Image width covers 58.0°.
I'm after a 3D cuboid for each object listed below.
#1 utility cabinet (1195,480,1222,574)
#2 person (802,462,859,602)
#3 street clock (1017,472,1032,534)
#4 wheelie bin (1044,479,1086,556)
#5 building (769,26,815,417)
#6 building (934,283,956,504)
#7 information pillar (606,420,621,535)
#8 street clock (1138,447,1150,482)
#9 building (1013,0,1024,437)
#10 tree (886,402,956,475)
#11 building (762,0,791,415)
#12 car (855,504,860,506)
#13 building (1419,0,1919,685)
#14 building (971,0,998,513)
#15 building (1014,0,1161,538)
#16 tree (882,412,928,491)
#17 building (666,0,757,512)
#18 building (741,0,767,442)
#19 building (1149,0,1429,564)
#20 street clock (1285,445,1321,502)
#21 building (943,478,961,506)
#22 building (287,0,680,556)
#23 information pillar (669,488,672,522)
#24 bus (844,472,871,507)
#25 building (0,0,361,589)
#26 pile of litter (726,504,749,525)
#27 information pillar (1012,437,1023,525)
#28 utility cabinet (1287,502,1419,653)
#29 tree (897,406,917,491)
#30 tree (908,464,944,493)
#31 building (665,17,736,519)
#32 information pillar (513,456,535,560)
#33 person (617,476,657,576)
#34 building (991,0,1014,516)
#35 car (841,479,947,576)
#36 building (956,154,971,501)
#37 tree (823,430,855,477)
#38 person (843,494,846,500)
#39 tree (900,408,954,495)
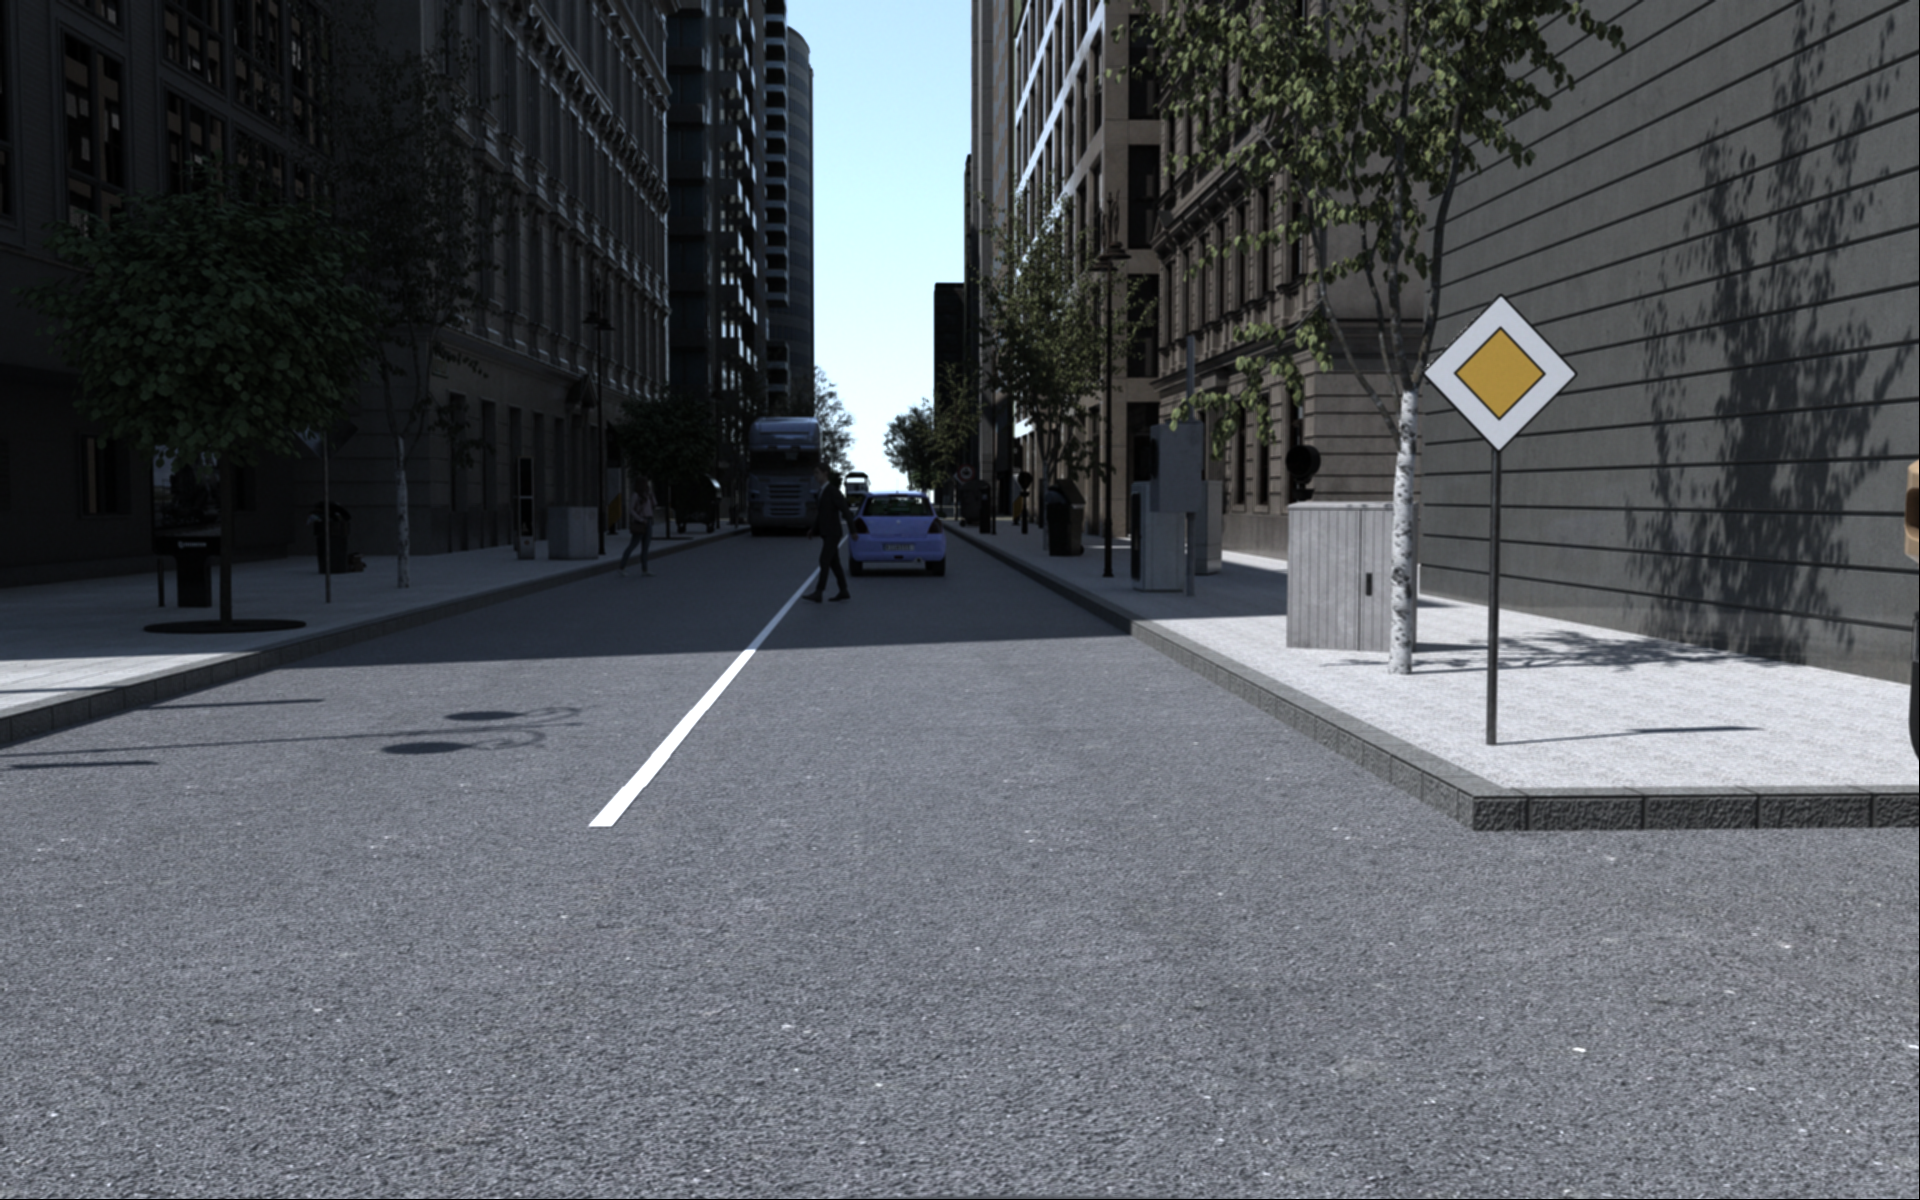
[{"bbox_3d":[3.937,-1.170,27.812,0.318,1.500,1.173,1,4,20],"label":"utility cabinet"},{"bbox_3d":[-1.792,-0.900,22.999,0.755,1.850,0.659,-2,4,-26],"label":"person"},{"bbox_3d":[2.089,-3.137,55.862,0.471,2.002,0.358,0,4,5],"label":"street clock"},{"bbox_3d":[2.153,-1.714,35.940,0.693,1.594,0.980,2,4,33],"label":"wheelie bin"},{"bbox_3d":[-29.158,-41.138,214.607,21.231,58.520,28.212,0,4,-3],"label":"building"},{"bbox_3d":[3.372,-28.441,236.713,14.160,30.474,14.107,0,4,-3],"label":"building"},{"bbox_3d":[-10.919,-3.870,54.629,0.504,3.616,0.183,2,4,28],"label":"information pillar"},{"bbox_3d":[2.930,-1.358,26.771,0.358,2.002,0.471,-1,4,-15],"label":"street clock"},{"bbox_3d":[9.766,-25.076,93.586,14.154,41.232,14.086,0,4,-3],"label":"building"},{"bbox_3d":[-4.033,-14.786,176.165,7.601,10.594,8.767,-1,4,-20],"label":"tree"},{"bbox_3d":[-28.118,-53.262,183.512,22.319,86.520,31.000,0,4,-3],"label":"building"},{"bbox_3d":[-11.483,-11.852,203.558,2.009,1.686,4.222,0,4,-4],"label":"car"},{"bbox_3d":[20.859,-14.618,16.494,29.804,29.767,11.434,0,4,-3],"label":"building"},{"bbox_3d":[11.293,-35.868,128.443,21.231,58.520,28.212,0,4,-3],"label":"building"},{"bbox_3d":[13.006,-16.070,67.262,19.350,26.468,34.151,0,4,-3],"label":"building"},{"bbox_3d":[-6.402,-18.025,220.461,9.928,11.665,9.643,0,3,0],"label":"tree"},{"bbox_3d":[-26.070,-30.694,121.456,23.786,49.044,30.456,0,4,-3],"label":"building"},{"bbox_3d":[-23.570,-30.207,143.988,14.600,45.320,14.200,0,4,-3],"label":"building"},{"bbox_3d":[10.657,-10.749,40.371,10.561,19.102,19.286,0,4,-3],"label":"building"},{"bbox_3d":[5.056,-1.284,25.570,0.358,2.002,0.471,-3,5,-45],"label":"street clock"},{"bbox_3d":[14.181,-32.170,217.860,32.217,40.220,23.993,0,4,-3],"label":"building"},{"bbox_3d":[-19.838,-17.113,56.210,17.030,29.872,44.131,0,4,-3],"label":"building"},{"bbox_3d":[-13.534,-5.418,79.946,0.183,3.616,0.504,1,4,19],"label":"information pillar"},{"bbox_3d":[-11.530,-12.312,192.855,2.896,3.916,12.252,0,4,-4],"label":"bus"},{"bbox_3d":[-18.275,-13.962,21.789,14.314,27.812,24.014,0,4,-3],"label":"building"},{"bbox_3d":[-9.320,-3.628,73.279,1.176,0.858,1.719,0,4,-3],"label":"pile of litter"},{"bbox_3d":[2.365,-4.877,71.090,0.504,3.616,0.183,3,5,44],"label":"information pillar"},{"bbox_3d":[3.225,-0.190,14.274,1.020,1.237,0.306,2,4,31],"label":"utility cabinet"},{"bbox_3d":[-0.431,-8.750,93.422,4.737,8.622,4.395,0,3,0],"label":"tree"},{"bbox_3d":[-3.285,-11.227,167.279,4.285,4.588,4.351,0,3,0],"label":"tree"},{"bbox_3d":[-29.019,-24.619,94.395,32.217,40.220,23.993,0,4,-3],"label":"building"},{"bbox_3d":[-8.521,-1.800,33.930,0.304,2.012,0.304,-2,4,-23],"label":"information pillar"},{"bbox_3d":[-5.630,-1.289,30.172,0.643,1.750,0.593,1,4,18],"label":"person"},{"bbox_3d":[9.374,-27.979,107.574,14.600,45.320,14.200,0,4,-3],"label":"building"},{"bbox_3d":[-1.189,-1.345,31.586,1.945,1.707,3.694,0,4,-4],"label":"car"},{"bbox_3d":[7.259,-23.154,150.262,14.160,30.474,14.107,0,4,-3],"label":"building"},{"bbox_3d":[-17.840,-18.567,237.976,7.601,10.594,8.767,-3,5,-44],"label":"tree"},{"bbox_3d":[-10.544,-8.869,156.759,0.557,1.426,1.065,1,4,22],"label":"person"},{"bbox_3d":[-2.777,-11.971,146.085,4.360,8.622,3.978,0,3,0],"label":"tree"}]
